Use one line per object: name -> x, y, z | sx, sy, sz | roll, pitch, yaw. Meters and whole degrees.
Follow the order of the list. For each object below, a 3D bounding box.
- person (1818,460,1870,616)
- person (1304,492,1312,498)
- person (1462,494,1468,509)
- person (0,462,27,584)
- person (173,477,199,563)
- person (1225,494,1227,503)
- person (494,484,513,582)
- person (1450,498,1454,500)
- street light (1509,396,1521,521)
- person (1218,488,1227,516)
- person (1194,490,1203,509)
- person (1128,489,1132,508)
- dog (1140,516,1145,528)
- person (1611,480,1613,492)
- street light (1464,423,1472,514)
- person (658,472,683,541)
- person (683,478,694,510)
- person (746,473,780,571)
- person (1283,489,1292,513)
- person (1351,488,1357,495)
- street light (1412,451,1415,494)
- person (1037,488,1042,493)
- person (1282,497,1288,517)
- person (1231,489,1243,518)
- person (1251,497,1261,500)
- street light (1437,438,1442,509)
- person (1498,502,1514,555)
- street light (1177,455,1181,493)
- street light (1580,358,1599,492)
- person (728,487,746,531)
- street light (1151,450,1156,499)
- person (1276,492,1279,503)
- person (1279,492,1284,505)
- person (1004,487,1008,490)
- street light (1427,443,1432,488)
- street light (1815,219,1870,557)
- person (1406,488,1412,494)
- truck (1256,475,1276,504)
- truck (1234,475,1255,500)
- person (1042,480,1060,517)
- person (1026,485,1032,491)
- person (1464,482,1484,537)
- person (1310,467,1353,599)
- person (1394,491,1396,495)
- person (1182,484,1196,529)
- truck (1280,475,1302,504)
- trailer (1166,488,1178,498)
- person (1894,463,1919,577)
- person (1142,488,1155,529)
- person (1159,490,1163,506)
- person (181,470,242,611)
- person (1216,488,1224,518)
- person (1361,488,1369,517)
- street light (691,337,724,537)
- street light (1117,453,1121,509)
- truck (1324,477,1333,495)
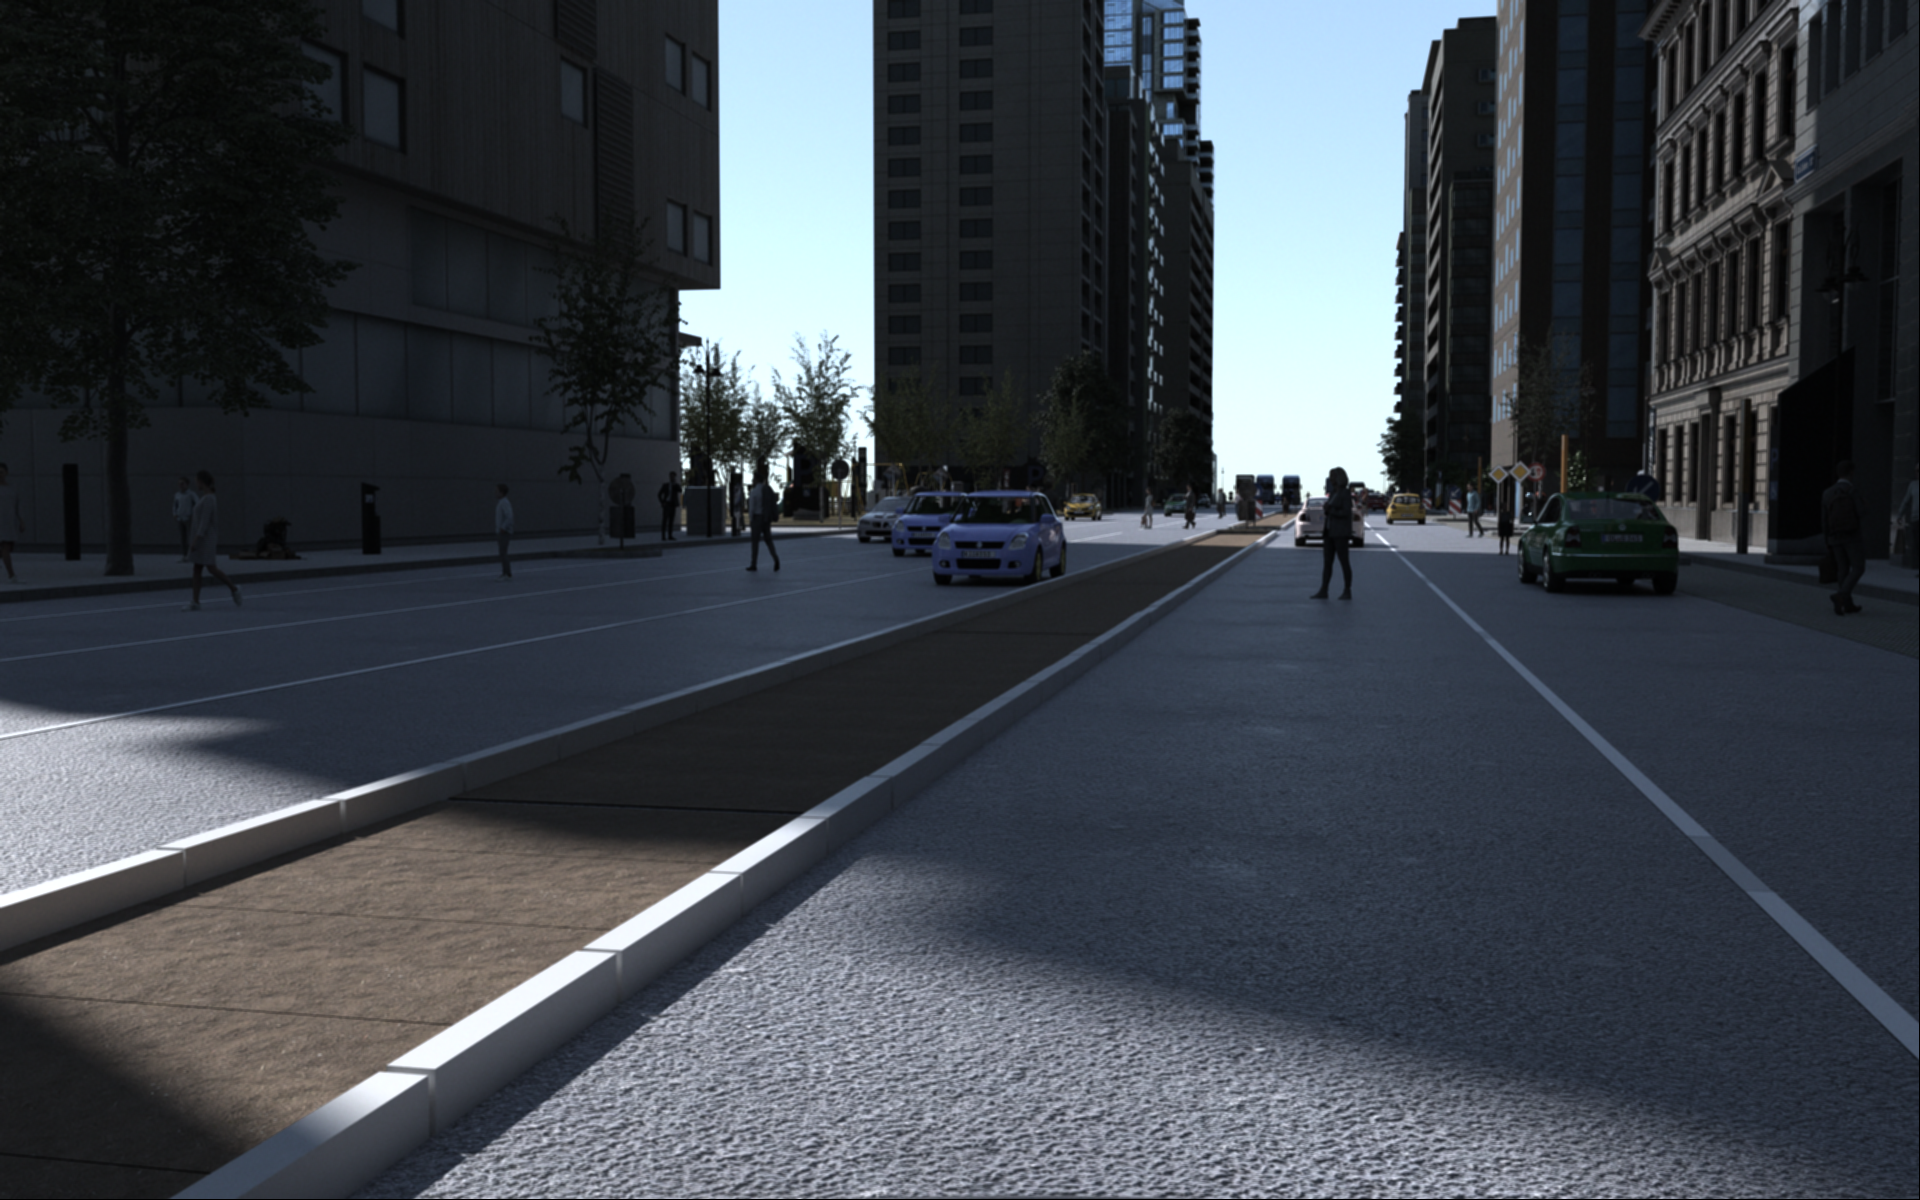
person -> 10.498, -0.741, 20.584 | 0.822, 1.834, 0.622 | -2, 4, -31
person -> 47.139, -13.790, 234.689 | 1.217, 1.735, 0.721 | -1, 4, -15
person -> 42.916, -8.650, 147.437 | 1.348, 1.831, 0.705 | 0, 4, -1
person -> -13.753, -1.102, 24.804 | 0.760, 1.731, 0.466 | 0, 4, 3
person -> -14.489, -1.502, 32.416 | 0.589, 1.601, 0.330 | 1, 4, 18
person -> 39.573, -15.100, 258.650 | 1.065, 1.426, 0.557 | -1, 4, -21
person -> -7.512, -1.112, 28.486 | 0.330, 1.601, 0.589 | -1, 4, -14
person -> 37.012, -7.296, 130.352 | 0.505, 1.210, 0.382 | -3, 4, -38
street light -> 26.217, -6.677, 81.951 | 0.468, 5.910, 1.993 | 1, 4, 12
person -> 17.391, -6.490, 114.785 | 0.661, 1.801, 0.590 | -1, 4, -17
person -> 22.632, -9.640, 166.083 | 1.348, 1.831, 0.705 | 2, 4, 24
person -> 15.706, -9.306, 158.990 | 0.721, 1.735, 1.217 | 0, 4, 0
dog -> 7.766, -3.310, 73.410 | 0.406, 0.507, 0.540 | -2, 4, -30
person -> 21.253, -3.099, 56.803 | 0.391, 1.810, 0.635 | 0, 4, 7
street light -> 32.450, -8.452, 110.975 | 0.468, 5.910, 1.993 | 1, 4, 12
person -> -8.005, -2.603, 47.969 | 0.648, 1.900, 0.474 | -3, 4, -37
person -> -8.534, -2.979, 55.089 | 0.601, 1.785, 0.444 | -1, 4, -19
person -> -3.659, -1.448, 32.278 | 0.850, 1.850, 0.679 | 3, 5, 43
person -> 24.947, -7.570, 132.049 | 0.659, 1.850, 0.755 | 0, 4, 7
person -> 19.838, -4.799, 87.519 | 0.519, 1.759, 0.362 | -3, 4, -37
street light -> 48.639, -13.039, 185.967 | 0.468, 5.910, 1.993 | 1, 4, 12
person -> 4.168, -4.877, 88.832 | 0.643, 1.750, 0.593 | 3, 5, 41
person -> 20.407, -5.837, 108.609 | 0.362, 1.253, 0.373 | 2, 4, 28
person -> 16.493, -5.741, 103.033 | 0.731, 1.740, 0.598 | 1, 4, 20
person -> 20.163, -6.725, 118.227 | 0.659, 1.850, 0.755 | 3, 4, 39
street light -> 38.809, -10.235, 140.131 | 0.468, 5.910, 1.993 | 1, 4, 12
person -> 12.854, -1.689, 40.789 | 0.362, 1.253, 0.373 | 1, 4, 20
street light -> 25.972, -14.267, 206.059 | 0.468, 5.910, 1.993 | 1, 4, 12
street light -> 21.322, -5.263, 58.839 | 0.468, 5.910, 1.993 | 1, 4, 12
person -> -7.770, -3.308, 60.307 | 0.590, 1.801, 0.661 | 0, 4, -5
street light -> 19.744, -12.497, 177.120 | 0.468, 5.910, 1.993 | 1, 4, 12
person -> 53.692, -17.387, 292.781 | 1.348, 1.823, 0.705 | -2, 4, -33
person -> 44.075, -13.907, 236.434 | 0.990, 1.755, 0.434 | 1, 4, 17
person -> 2.394, -4.924, 89.194 | 0.466, 1.800, 0.511 | 1, 4, 13
street light -> 42.446, -11.252, 156.762 | 0.468, 5.910, 1.993 | 1, 4, 12
street light -> 14.927, -3.465, 29.445 | 0.468, 5.910, 1.993 | 1, 4, 12
person -> 27.795, -6.023, 107.249 | 0.678, 1.792, 0.850 | 3, 4, 38
truck -> 43.381, -15.646, 245.565 | 2.967, 4.110, 18.799 | 1, 4, 11
truck -> 41.885, -16.244, 254.509 | 2.839, 4.237, 11.283 | 1, 4, 11
person -> 2.156, -2.004, 41.810 | 0.519, 1.759, 0.362 | 0, 4, 7
person -> 2.732, -3.771, 70.489 | 0.599, 1.781, 0.374 | 1, 4, 11
person -> 17.037, -2.984, 57.306 | 0.620, 1.820, 0.660 | -1, 4, -20
person -> 5.107, -0.912, 23.596 | 0.526, 1.800, 0.537 | -1, 4, -12
person -> 59.180, -13.965, 235.198 | 0.721, 1.723, 1.217 | 0, 4, -3
person -> 9.489, -3.849, 71.401 | 0.822, 1.834, 0.622 | -2, 4, -31
truck -> 48.367, -16.063, 252.383 | 2.967, 4.110, 18.799 | 1, 4, 12
trailer -> 20.985, -10.070, 171.685 | 1.471, 1.999, 3.904 | 1, 4, 12
person -> 14.797, -1.233, 26.683 | 0.515, 1.767, 0.782 | -2, 4, -34
person -> 7.795, -3.785, 71.392 | 0.522, 1.701, 0.512 | 1, 4, 14
person -> 22.333, -11.266, 190.931 | 0.721, 1.739, 1.217 | -2, 4, -27
person -> -9.305, -0.746, 21.453 | 0.466, 1.731, 0.760 | 2, 4, 31
person -> 15.311, -5.673, 101.742 | 0.515, 1.767, 0.782 | 2, 4, 24
person -> 25.721, -6.207, 109.961 | 0.573, 1.828, 0.580 | -3, 5, -43
street light -> -7.426, -4.792, 51.135 | 0.468, 5.910, 1.993 | 1, 4, 12
street light -> 13.480, -10.693, 147.614 | 0.468, 5.910, 1.993 | 1, 4, 12
truck -> 59.185, -17.436, 274.841 | 2.967, 4.110, 18.799 | 1, 4, 12
